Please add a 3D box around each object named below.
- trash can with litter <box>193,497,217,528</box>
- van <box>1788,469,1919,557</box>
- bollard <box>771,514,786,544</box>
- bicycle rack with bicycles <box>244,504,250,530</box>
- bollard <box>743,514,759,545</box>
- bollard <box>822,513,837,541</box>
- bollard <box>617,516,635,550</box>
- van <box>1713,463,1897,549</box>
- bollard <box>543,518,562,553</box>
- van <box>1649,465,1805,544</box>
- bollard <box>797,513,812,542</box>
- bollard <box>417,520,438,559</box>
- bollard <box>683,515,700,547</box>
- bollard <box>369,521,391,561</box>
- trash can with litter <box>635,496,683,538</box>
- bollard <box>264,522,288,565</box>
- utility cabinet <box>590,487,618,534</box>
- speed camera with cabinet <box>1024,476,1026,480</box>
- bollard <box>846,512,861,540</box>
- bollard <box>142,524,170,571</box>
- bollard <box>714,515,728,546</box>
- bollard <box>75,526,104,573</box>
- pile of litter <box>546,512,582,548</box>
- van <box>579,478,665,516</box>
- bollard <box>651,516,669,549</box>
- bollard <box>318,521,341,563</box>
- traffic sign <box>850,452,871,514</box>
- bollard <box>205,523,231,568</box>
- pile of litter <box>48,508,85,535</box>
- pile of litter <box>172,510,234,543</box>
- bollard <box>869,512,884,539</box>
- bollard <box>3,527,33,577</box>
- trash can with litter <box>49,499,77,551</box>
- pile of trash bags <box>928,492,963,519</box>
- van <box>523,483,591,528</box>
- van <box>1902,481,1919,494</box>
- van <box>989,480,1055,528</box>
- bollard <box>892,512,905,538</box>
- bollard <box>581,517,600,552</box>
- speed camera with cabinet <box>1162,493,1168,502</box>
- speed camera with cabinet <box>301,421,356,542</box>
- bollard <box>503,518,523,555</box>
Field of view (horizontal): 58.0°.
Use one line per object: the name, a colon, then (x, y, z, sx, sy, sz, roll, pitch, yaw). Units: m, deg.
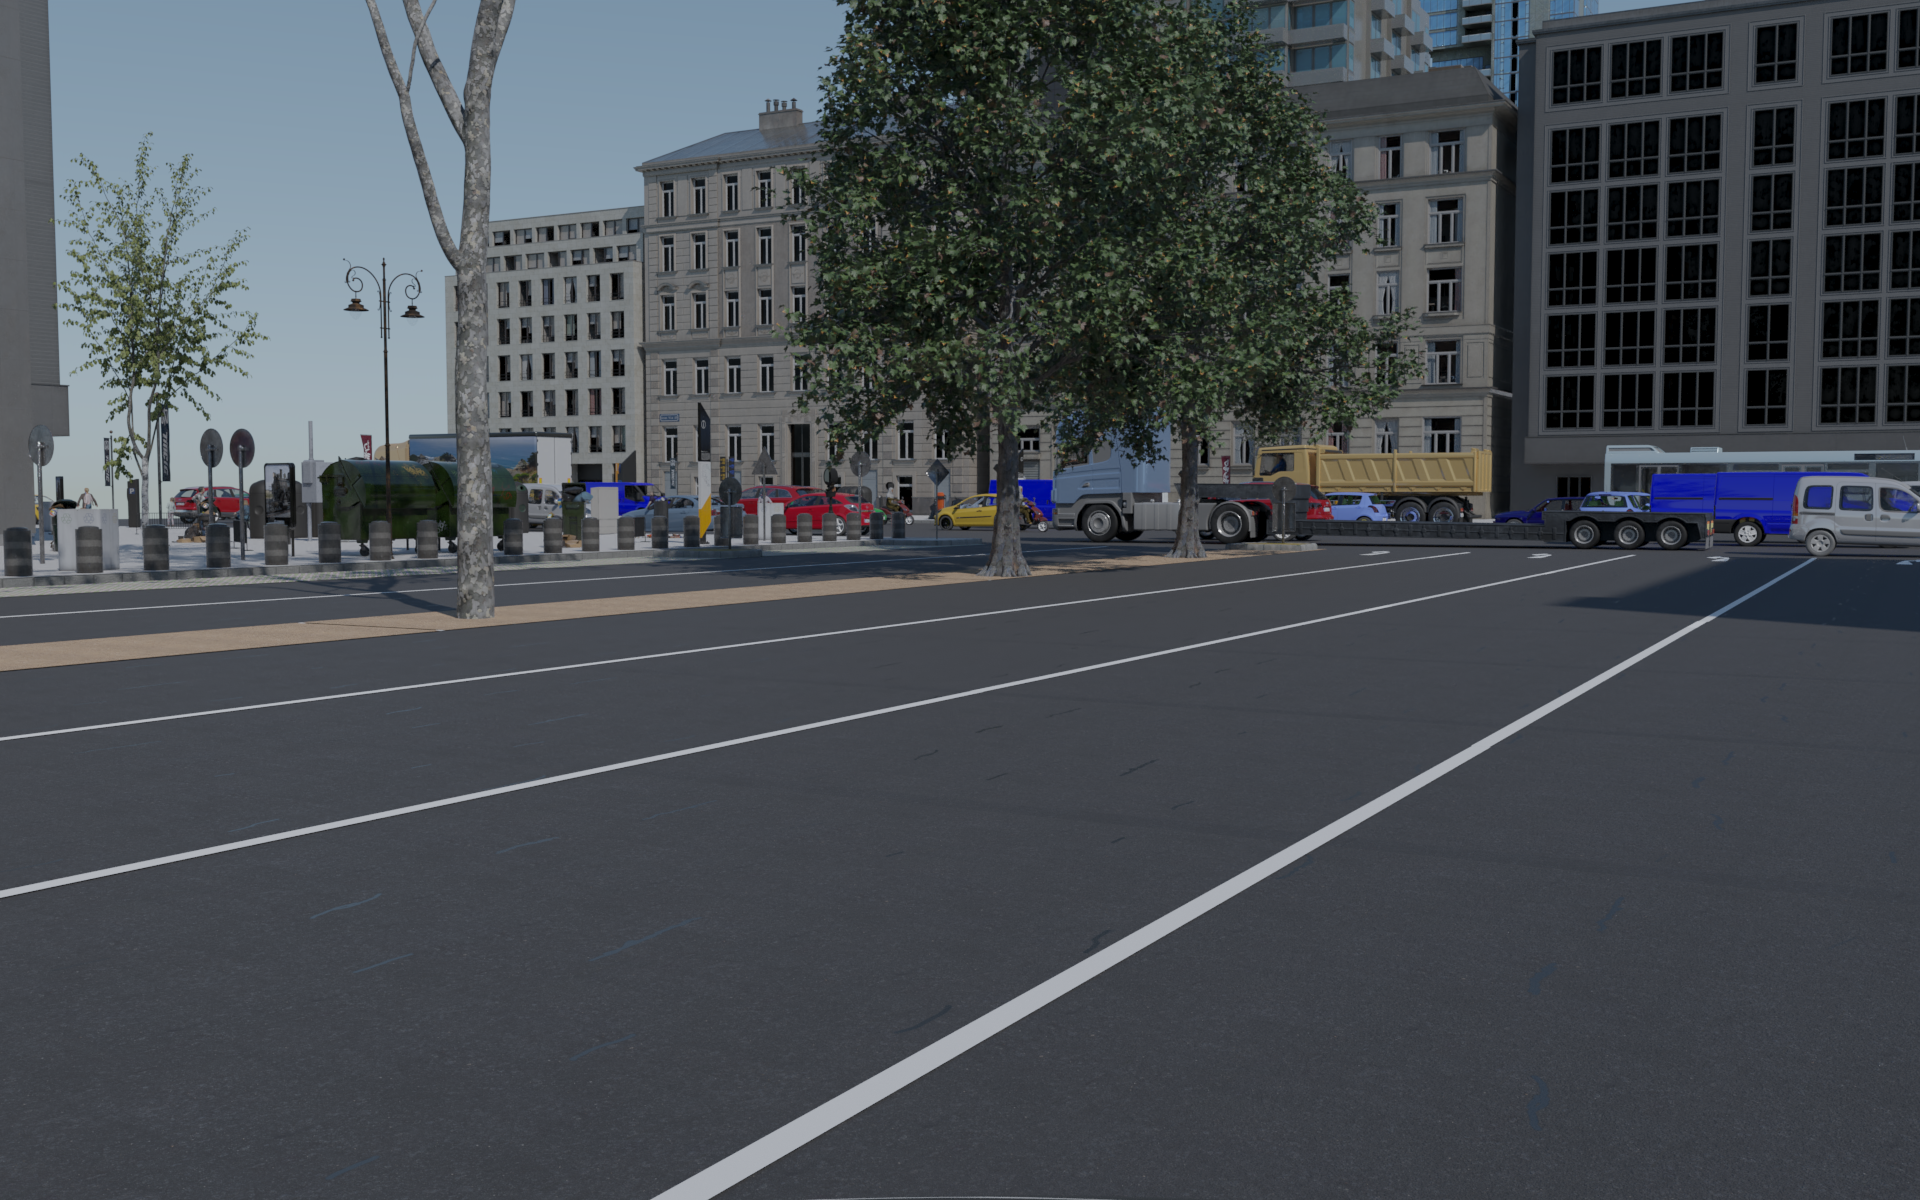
trash can with litter: (-26.649, -3.030, 60.921, 1.055, 1.170, 0.624, 2, 4, 28)
van: (21.300, -2.003, 39.756, 4.112, 2.044, 2.013, 2, 4, 28)
bollard: (-4.724, -1.854, 45.024, 0.404, 0.777, 0.398, 0, 3, 0)
bicycle rack with bicycles: (-23.634, -2.835, 59.733, 2.852, 0.926, 2.925, 0, 4, 6)
bollard: (-5.314, -1.789, 43.971, 0.404, 0.777, 0.398, 0, 3, 0)
bollard: (-3.551, -1.982, 47.128, 0.404, 0.777, 0.398, 0, 3, 0)
bollard: (-7.670, -1.532, 39.759, 0.404, 0.777, 0.398, 0, 3, 0)
van: (23.340, -2.617, 47.171, 5.245, 2.365, 2.240, 2, 4, 29)
bollard: (-8.852, -1.402, 37.645, 0.404, 0.777, 0.398, 0, 3, 0)
van: (23.283, -2.880, 51.470, 5.245, 2.365, 2.240, 2, 4, 29)
bollard: (-4.134, -1.918, 46.076, 0.404, 0.777, 0.398, 0, 3, 0)
bollard: (-10.609, -1.210, 34.496, 0.404, 0.777, 0.398, 0, 3, 0)
bollard: (-6.488, -1.661, 41.872, 0.404, 0.777, 0.398, 0, 3, 0)
bollard: (-11.199, -1.146, 33.449, 0.404, 0.777, 0.398, 0, 3, 0)
trash can with litter: (-8.472, -2.405, 50.378, 2.233, 1.210, 1.678, 2, 4, 32)
bollard: (-12.376, -1.017, 31.342, 0.404, 0.777, 0.398, 0, 3, 0)
utility cabinet: (-11.320, -2.841, 55.125, 0.318, 1.500, 1.173, 1, 4, 20)
speed camera with cabinet: (3.366, -5.852, 90.021, 0.660, 3.252, 2.038, 2, 4, 34)
bollard: (-2.963, -2.046, 48.176, 0.404, 0.777, 0.398, 0, 3, 0)
bollard: (-13.565, -0.887, 29.220, 0.404, 0.777, 0.398, 0, 3, 0)
bollard: (-5.900, -1.725, 42.921, 0.404, 0.777, 0.398, 0, 3, 0)
bollard: (-14.156, -0.822, 28.154, 0.404, 0.777, 0.398, 0, 3, 0)
pile of litter: (-9.571, -1.712, 41.958, 1.176, 0.858, 1.719, 0, 4, 4)
van: (-17.159, -5.169, 88.890, 5.245, 2.365, 2.240, 2, 4, 27)
bollard: (-7.075, -1.597, 40.823, 0.404, 0.777, 0.398, 0, 3, 0)
bollard: (-11.790, -1.081, 32.392, 0.404, 0.777, 0.398, 0, 3, 0)
traffic sign: (-2.974, -3.136, 51.385, 0.768, 2.556, 0.104, 2, 4, 33)
bollard: (-12.969, -0.952, 30.280, 0.404, 0.777, 0.398, 0, 3, 0)
pile of litter: (-27.972, -2.503, 54.894, 1.719, 0.858, 1.176, 1, 4, 12)
pile of litter: (-19.972, -1.960, 46.008, 1.719, 0.858, 1.176, 0, 4, -7)
bollard: (-2.375, -2.111, 49.224, 0.404, 0.777, 0.398, 0, 3, 0)
bollard: (-14.743, -0.758, 27.105, 0.404, 0.777, 0.398, 0, 3, 0)
trash can with litter: (-20.171, -1.676, 38.794, 0.624, 1.170, 1.055, -3, 5, -41)
pile of trash bags: (-0.757, -4.777, 87.854, 1.912, 1.369, 3.447, 0, 4, 7)
van: (-15.455, -3.680, 67.184, 4.112, 2.044, 2.013, 2, 4, 30)
van: (32.023, -3.122, 58.056, 2.013, 2.044, 4.112, 2, 4, 28)
van: (3.783, -4.133, 71.959, 5.245, 2.365, 2.240, 2, 4, 30)
bollard: (-1.786, -2.175, 50.285, 0.404, 0.777, 0.398, 0, 3, 0)
bollard: (-8.258, -1.467, 38.705, 0.404, 0.777, 0.398, 0, 3, 0)
speed camera with cabinet: (9.690, -5.768, 88.636, 2.038, 3.252, 0.660, -2, 4, -33)
speed camera with cabinet: (-16.879, -3.199, 46.643, 2.038, 3.252, 0.660, 2, 4, 35)
bollard: (-9.439, -1.338, 36.596, 0.404, 0.777, 0.398, 0, 3, 0)
